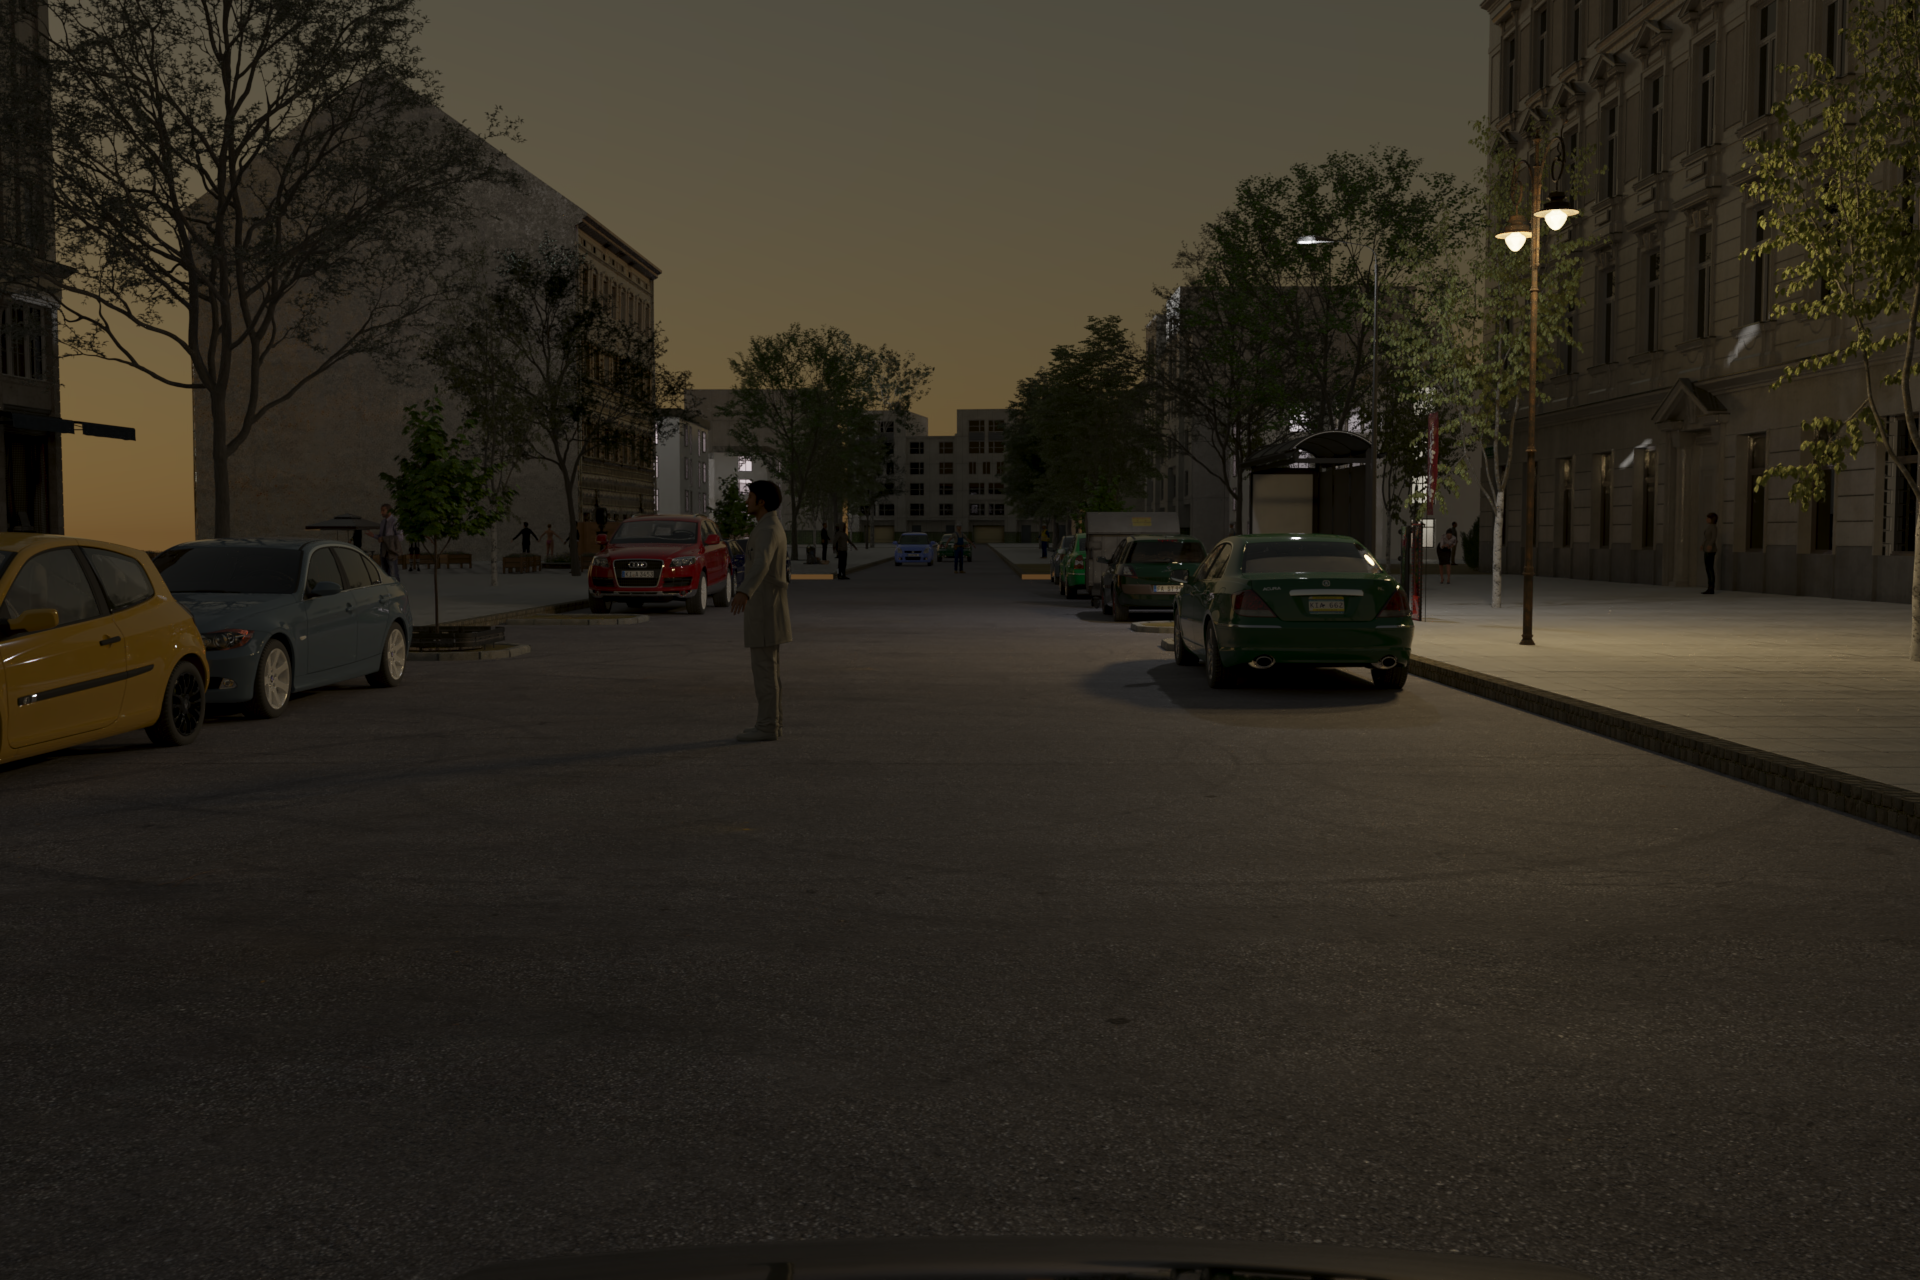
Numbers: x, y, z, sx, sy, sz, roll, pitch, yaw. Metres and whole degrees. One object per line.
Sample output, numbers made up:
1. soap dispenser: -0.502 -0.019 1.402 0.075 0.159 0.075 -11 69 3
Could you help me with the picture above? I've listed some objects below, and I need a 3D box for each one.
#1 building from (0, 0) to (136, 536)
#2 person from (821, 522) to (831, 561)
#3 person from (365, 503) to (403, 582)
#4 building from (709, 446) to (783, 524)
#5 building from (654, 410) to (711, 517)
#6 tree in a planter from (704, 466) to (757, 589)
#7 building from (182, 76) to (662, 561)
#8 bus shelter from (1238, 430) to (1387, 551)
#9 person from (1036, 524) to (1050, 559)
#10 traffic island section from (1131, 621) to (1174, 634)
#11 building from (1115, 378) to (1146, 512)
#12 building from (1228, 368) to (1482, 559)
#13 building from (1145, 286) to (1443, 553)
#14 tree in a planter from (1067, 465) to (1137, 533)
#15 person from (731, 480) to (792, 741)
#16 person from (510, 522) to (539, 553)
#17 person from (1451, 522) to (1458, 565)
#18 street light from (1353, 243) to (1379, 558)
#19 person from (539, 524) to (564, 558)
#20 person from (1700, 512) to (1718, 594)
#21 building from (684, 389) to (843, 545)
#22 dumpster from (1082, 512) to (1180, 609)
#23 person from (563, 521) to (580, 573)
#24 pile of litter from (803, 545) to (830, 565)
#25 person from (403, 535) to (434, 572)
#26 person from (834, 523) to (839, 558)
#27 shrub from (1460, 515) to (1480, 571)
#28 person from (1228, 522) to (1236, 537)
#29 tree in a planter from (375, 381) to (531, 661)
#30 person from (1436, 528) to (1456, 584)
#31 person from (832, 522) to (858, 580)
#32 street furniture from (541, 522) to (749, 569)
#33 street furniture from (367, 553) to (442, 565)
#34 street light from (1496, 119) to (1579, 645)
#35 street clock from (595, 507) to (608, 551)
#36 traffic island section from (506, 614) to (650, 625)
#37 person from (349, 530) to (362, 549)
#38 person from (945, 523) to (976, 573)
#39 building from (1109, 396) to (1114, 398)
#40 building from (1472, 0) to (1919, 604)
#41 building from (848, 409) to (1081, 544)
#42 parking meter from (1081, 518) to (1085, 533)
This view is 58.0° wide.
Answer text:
1. building: -31.060 -18.184 43.428 12.429 33.558 17.177 0 4 1
2. person: -6.039 -4.369 77.656 0.704 1.802 1.346 1 4 10
3. person: -10.533 -1.573 31.632 0.709 1.838 0.599 3 4 36
4. building: -22.838 -14.502 179.257 9.099 9.664 28.070 0 3 0
5. building: -23.170 -11.455 129.436 9.099 9.664 28.070 0 4 0
6. tree in a planter: -5.993 -2.977 45.890 1.991 3.239 1.994 0 4 1
7. building: -27.058 -15.902 90.928 19.493 23.208 18.063 0 4 1
8. bus shelter: 7.286 -2.599 36.422 2.014 3.302 5.546 0 4 0
9. person: 4.405 -5.203 91.036 0.705 1.833 1.349 -2 4 -26
10. traffic island section: 3.576 -0.183 25.853 1.991 0.108 1.994 0 3 0
11. building: 27.346 -22.895 205.254 19.493 23.208 18.063 0 4 1
12. building: 22.270 -9.760 101.729 9.099 9.664 28.070 0 4 1
13. building: 24.084 -16.254 132.206 16.747 18.905 31.486 0 4 0
14. tree in a planter: 3.698 -2.927 45.086 1.991 3.239 1.994 0 4 1
15. person: -1.392 -0.213 12.119 0.705 1.806 1.347 0 4 1
16. person: -18.507 -4.136 73.802 0.705 1.806 1.347 3 5 45
17. person: 20.315 -3.967 71.129 0.705 1.796 1.348 1 4 18
18. street light: 7.019 -3.334 27.054 1.470 5.913 1.316 0 4 1
19. person: -18.060 -4.259 76.443 1.217 1.733 0.721 1 4 17
20. person: 15.930 -1.847 36.956 0.721 1.744 1.215 1 4 16
21. building: -25.044 -22.059 227.126 16.747 18.905 31.486 0 4 1
22. dumpster: 3.330 -1.559 33.710 1.865 1.857 1.264 0 4 1
23. person: -12.704 -3.053 56.637 0.721 1.740 1.216 -2 4 -32
24. pile of litter: -6.105 -3.650 73.647 1.176 0.858 1.719 0 4 0
25. person: -18.727 -3.258 59.408 1.345 1.843 0.704 -1 4 -13
26. person: -6.496 -5.244 91.512 0.705 1.856 1.354 0 4 -3
27. shrub: 18.257 -3.439 60.277 1.661 2.075 1.752 0 3 0
28. person: 12.376 -4.473 78.991 0.705 1.847 1.347 2 4 24
29. tree in a planter: -6.211 -1.421 20.462 1.991 3.239 1.994 0 4 1
30. person: 12.516 -2.164 44.608 0.628 1.438 0.799 -2 4 -27
31. person: -3.668 -2.807 54.477 0.705 1.813 1.348 2 4 29
32. street furniture: -11.554 -3.665 66.777 11.010 1.723 9.812 1 4 20
33. street furniture: -26.648 -3.552 73.705 10.072 0.657 5.734 1 4 15
34. street light: 6.571 -2.880 19.884 0.468 5.910 1.993 0 4 1
35. street clock: -9.709 -2.592 46.953 0.358 2.002 0.471 0 4 1
36. traffic island section: -6.147 -0.328 28.228 1.991 0.108 1.994 0 4 1
37. person: -22.138 -3.523 63.537 0.705 1.837 1.347 0 4 -3
38. person: -0.024 -3.358 63.224 1.347 1.847 0.705 -2 4 -35
39. building: 24.700 -22.794 229.097 16.016 20.090 11.380 0 4 1
40. building: 25.228 -15.882 36.086 17.030 29.872 44.131 0 4 0
41. building: 0.978 -23.405 251.578 31.486 18.905 16.747 1 4 10
42. parking meter: 4.158 -3.102 56.422 0.399 1.863 0.255 0 4 1
